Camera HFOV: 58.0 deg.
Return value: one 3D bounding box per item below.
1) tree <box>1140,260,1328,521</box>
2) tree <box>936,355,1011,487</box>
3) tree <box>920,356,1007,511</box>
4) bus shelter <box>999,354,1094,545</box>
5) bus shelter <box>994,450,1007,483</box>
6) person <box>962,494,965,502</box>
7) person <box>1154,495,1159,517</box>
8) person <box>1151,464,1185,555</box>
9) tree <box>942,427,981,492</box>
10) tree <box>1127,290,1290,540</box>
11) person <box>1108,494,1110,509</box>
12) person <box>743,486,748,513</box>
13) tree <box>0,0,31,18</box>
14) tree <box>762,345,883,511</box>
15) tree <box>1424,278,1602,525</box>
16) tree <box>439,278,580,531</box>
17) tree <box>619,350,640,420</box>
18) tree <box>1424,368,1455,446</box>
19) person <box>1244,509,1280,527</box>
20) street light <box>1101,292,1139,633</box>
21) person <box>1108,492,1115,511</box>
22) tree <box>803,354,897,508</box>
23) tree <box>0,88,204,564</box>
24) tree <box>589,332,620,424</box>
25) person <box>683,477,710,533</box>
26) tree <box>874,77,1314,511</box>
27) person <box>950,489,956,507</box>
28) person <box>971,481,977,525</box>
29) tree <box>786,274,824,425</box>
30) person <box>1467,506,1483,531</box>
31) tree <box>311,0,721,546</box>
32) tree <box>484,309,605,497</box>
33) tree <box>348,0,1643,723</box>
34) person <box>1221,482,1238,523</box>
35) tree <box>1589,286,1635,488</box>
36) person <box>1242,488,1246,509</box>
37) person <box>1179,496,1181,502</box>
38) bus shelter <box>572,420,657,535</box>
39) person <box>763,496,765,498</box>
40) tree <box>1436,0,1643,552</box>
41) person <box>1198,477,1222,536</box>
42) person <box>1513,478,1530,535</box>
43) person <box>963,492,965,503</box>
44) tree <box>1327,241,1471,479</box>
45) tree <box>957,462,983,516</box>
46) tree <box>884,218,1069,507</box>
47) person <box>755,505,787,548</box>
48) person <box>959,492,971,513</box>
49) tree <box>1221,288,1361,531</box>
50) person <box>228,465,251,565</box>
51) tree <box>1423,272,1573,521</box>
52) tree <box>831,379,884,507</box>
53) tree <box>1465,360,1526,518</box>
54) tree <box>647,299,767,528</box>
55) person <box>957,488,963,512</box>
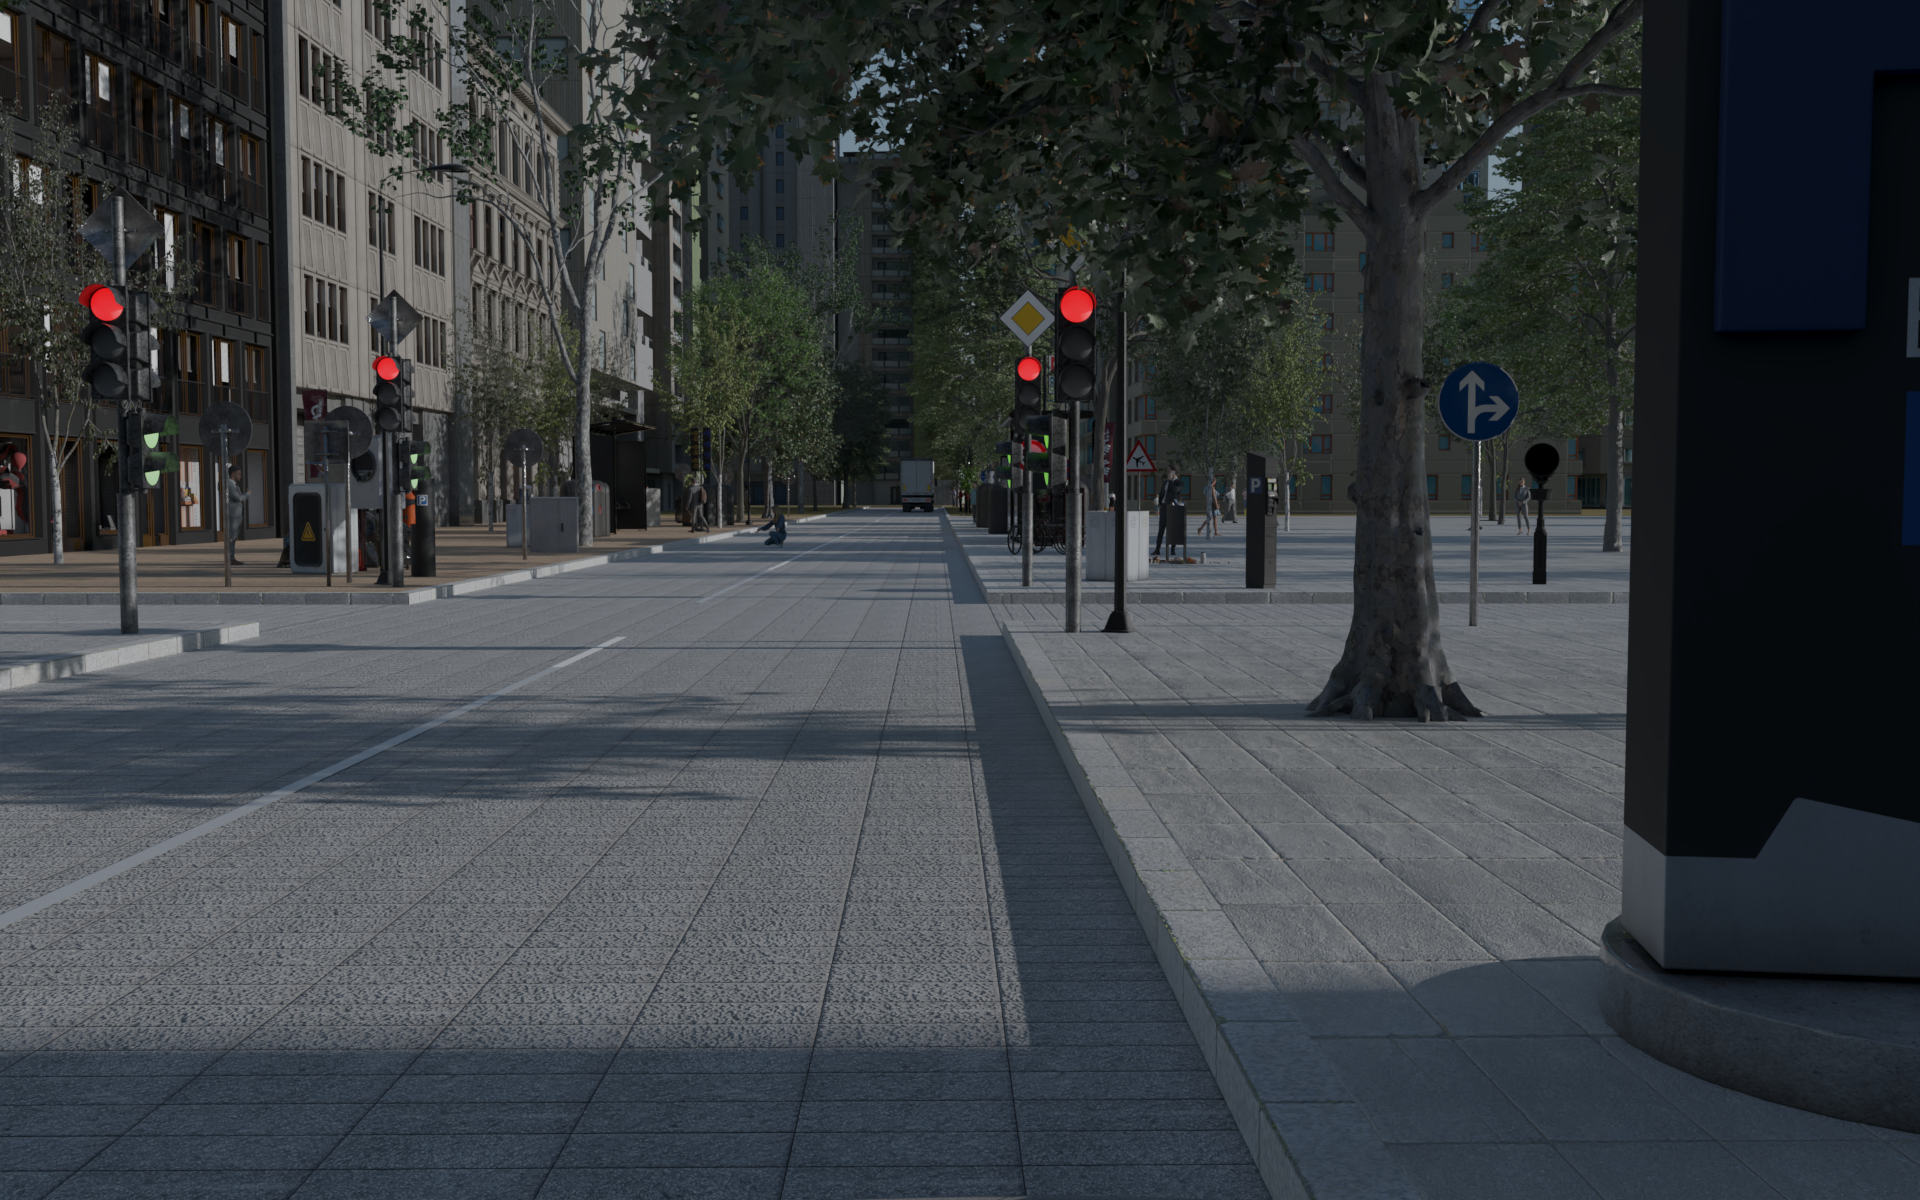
[{"bbox_3d":[12.980,-10.774,82.816,9.857,13.997,8.962,0,3,0],"label":"tree"},{"bbox_3d":[1.626,-8.626,91.395,4.360,8.622,3.978,0,3,0],"label":"tree"},{"bbox_3d":[0.646,-12.355,127.759,9.928,11.665,9.643,0,3,0],"label":"tree"},{"bbox_3d":[2.233,-4.273,47.494,2.179,5.291,8.768,0,4,-1],"label":"bus shelter"},{"bbox_3d":[2.285,-4.105,61.036,2.014,3.302,5.546,0,4,-1],"label":"bus shelter"},{"bbox_3d":[0.434,-8.599,147.157,0.721,1.766,1.217,-2,4,-27],"label":"person"},{"bbox_3d":[11.218,-5.391,98.870,0.332,1.250,0.352,0,4,7],"label":"person"},{"bbox_3d":[4.382,-1.895,36.396,0.648,1.900,0.474,2,4,31],"label":"person"},{"bbox_3d":[0.143,-12.943,161.973,4.737,8.622,4.395,0,3,0],"label":"tree"},{"bbox_3d":[6.903,-5.996,48.394,4.360,8.622,3.978,0,3,0],"label":"tree"},{"bbox_3d":[7.962,-5.103,93.754,0.425,1.301,0.394,3,4,39],"label":"person"},{"bbox_3d":[-14.775,-6.926,119.280,0.705,1.824,1.348,-1,4,-19],"label":"person"},{"bbox_3d":[-7.840,-5.072,8.683,9.928,11.665,9.643,0,3,0],"label":"tree"},{"bbox_3d":[-10.993,-13.399,129.439,12.009,13.543,11.850,0,3,0],"label":"tree"},{"bbox_3d":[23.053,-8.437,72.357,7.601,10.594,8.767,0,4,4],"label":"tree"},{"bbox_3d":[-16.149,-6.715,60.154,4.360,8.622,3.978,0,3,0],"label":"tree"},{"bbox_3d":[-16.582,-7.804,77.959,4.360,8.622,3.978,0,3,0],"label":"tree"},{"bbox_3d":[22.575,-8.492,89.206,4.737,8.622,4.395,0,3,0],"label":"tree"},{"bbox_3d":[11.661,-3.714,66.984,1.509,1.804,0.699,-1,4,-17],"label":"person"},{"bbox_3d":[0.950,-2.655,15.951,1.470,5.913,1.316,0,4,-1],"label":"street light"},{"bbox_3d":[9.365,-5.953,106.570,0.628,1.438,0.799,-1,4,-22],"label":"person"},{"bbox_3d":[-10.415,-15.257,156.100,9.857,13.997,8.962,0,3,0],"label":"tree"},{"bbox_3d":[-16.441,-4.972,31.649,4.360,8.622,3.978,0,3,0],"label":"tree"},{"bbox_3d":[-16.791,-7.507,73.108,4.360,8.622,3.978,0,3,0],"label":"tree"},{"bbox_3d":[-8.628,-3.102,56.732,0.822,1.834,0.622,3,4,38],"label":"person"},{"bbox_3d":[2.159,-5.790,29.085,8.767,10.594,7.601,2,4,27],"label":"tree"},{"bbox_3d":[-0.740,-10.391,175.802,0.599,1.838,0.709,-1,4,-20],"label":"person"},{"bbox_3d":[0.729,-4.064,72.513,0.660,1.820,0.620,2,4,33],"label":"person"},{"bbox_3d":[-9.669,-9.255,77.068,9.928,11.665,9.643,0,3,0],"label":"tree"},{"bbox_3d":[17.936,-3.061,60.358,0.640,1.303,0.475,3,5,41],"label":"person"},{"bbox_3d":[-9.632,-11.475,43.504,12.611,20.169,13.585,0,3,0],"label":"tree"},{"bbox_3d":[-16.206,-7.204,68.149,4.737,8.622,4.395,0,3,0],"label":"tree"},{"bbox_3d":[2.429,-5.678,9.848,9.611,12.733,9.660,0,3,0],"label":"tree"},{"bbox_3d":[11.839,-4.279,76.103,0.679,1.850,0.850,-3,5,-45],"label":"person"},{"bbox_3d":[25.204,-6.855,62.445,4.360,8.622,3.978,0,3,0],"label":"tree"},{"bbox_3d":[16.440,-5.628,98.652,0.593,1.750,0.643,-1,4,-16],"label":"person"},{"bbox_3d":[12.845,-5.801,101.413,0.721,1.766,1.217,0,4,1],"label":"person"},{"bbox_3d":[-11.476,-4.075,57.903,1.731,3.624,6.357,0,4,-1],"label":"bus shelter"},{"bbox_3d":[-18.322,-9.476,164.200,0.991,1.433,0.599,2,4,30],"label":"person"},{"bbox_3d":[14.349,-7.372,38.667,7.486,12.596,7.792,0,3,0],"label":"tree"},{"bbox_3d":[7.689,-2.869,53.039,0.778,1.811,0.616,-1,4,-13],"label":"person"},{"bbox_3d":[17.607,-2.933,54.265,0.520,1.790,0.573,1,4,15],"label":"person"},{"bbox_3d":[0.559,-8.840,150.556,1.348,1.826,0.705,-3,5,-44],"label":"person"},{"bbox_3d":[13.077,-6.148,50.885,4.360,8.622,3.978,0,3,0],"label":"tree"},{"bbox_3d":[0.620,-6.667,103.602,1.663,3.219,1.824,0,3,0],"label":"tree"},{"bbox_3d":[1.443,-9.247,69.311,7.486,12.596,7.792,0,3,0],"label":"tree"},{"bbox_3d":[-4.921,-1.959,46.021,0.738,1.151,1.012,-2,4,-28],"label":"person"},{"bbox_3d":[0.544,-6.639,114.534,1.348,1.831,0.705,1,4,12],"label":"person"},{"bbox_3d":[11.086,-6.667,59.360,4.737,8.622,4.395,0,3,0],"label":"tree"},{"bbox_3d":[-13.057,-1.534,31.305,0.466,1.800,0.511,-2,4,-26],"label":"person"},{"bbox_3d":[25.147,-9.556,81.997,9.928,11.665,9.643,0,3,0],"label":"tree"},{"bbox_3d":[-10.401,-15.398,169.892,7.486,12.596,7.792,0,3,0],"label":"tree"},{"bbox_3d":[27.793,-8.659,91.942,4.737,8.622,4.395,0,3,0],"label":"tree"},{"bbox_3d":[-9.239,-7.005,64.895,4.737,8.622,4.395,0,3,0],"label":"tree"},{"bbox_3d":[0.004,-7.252,124.552,0.705,1.831,1.348,-1,4,-10],"label":"person"}]
